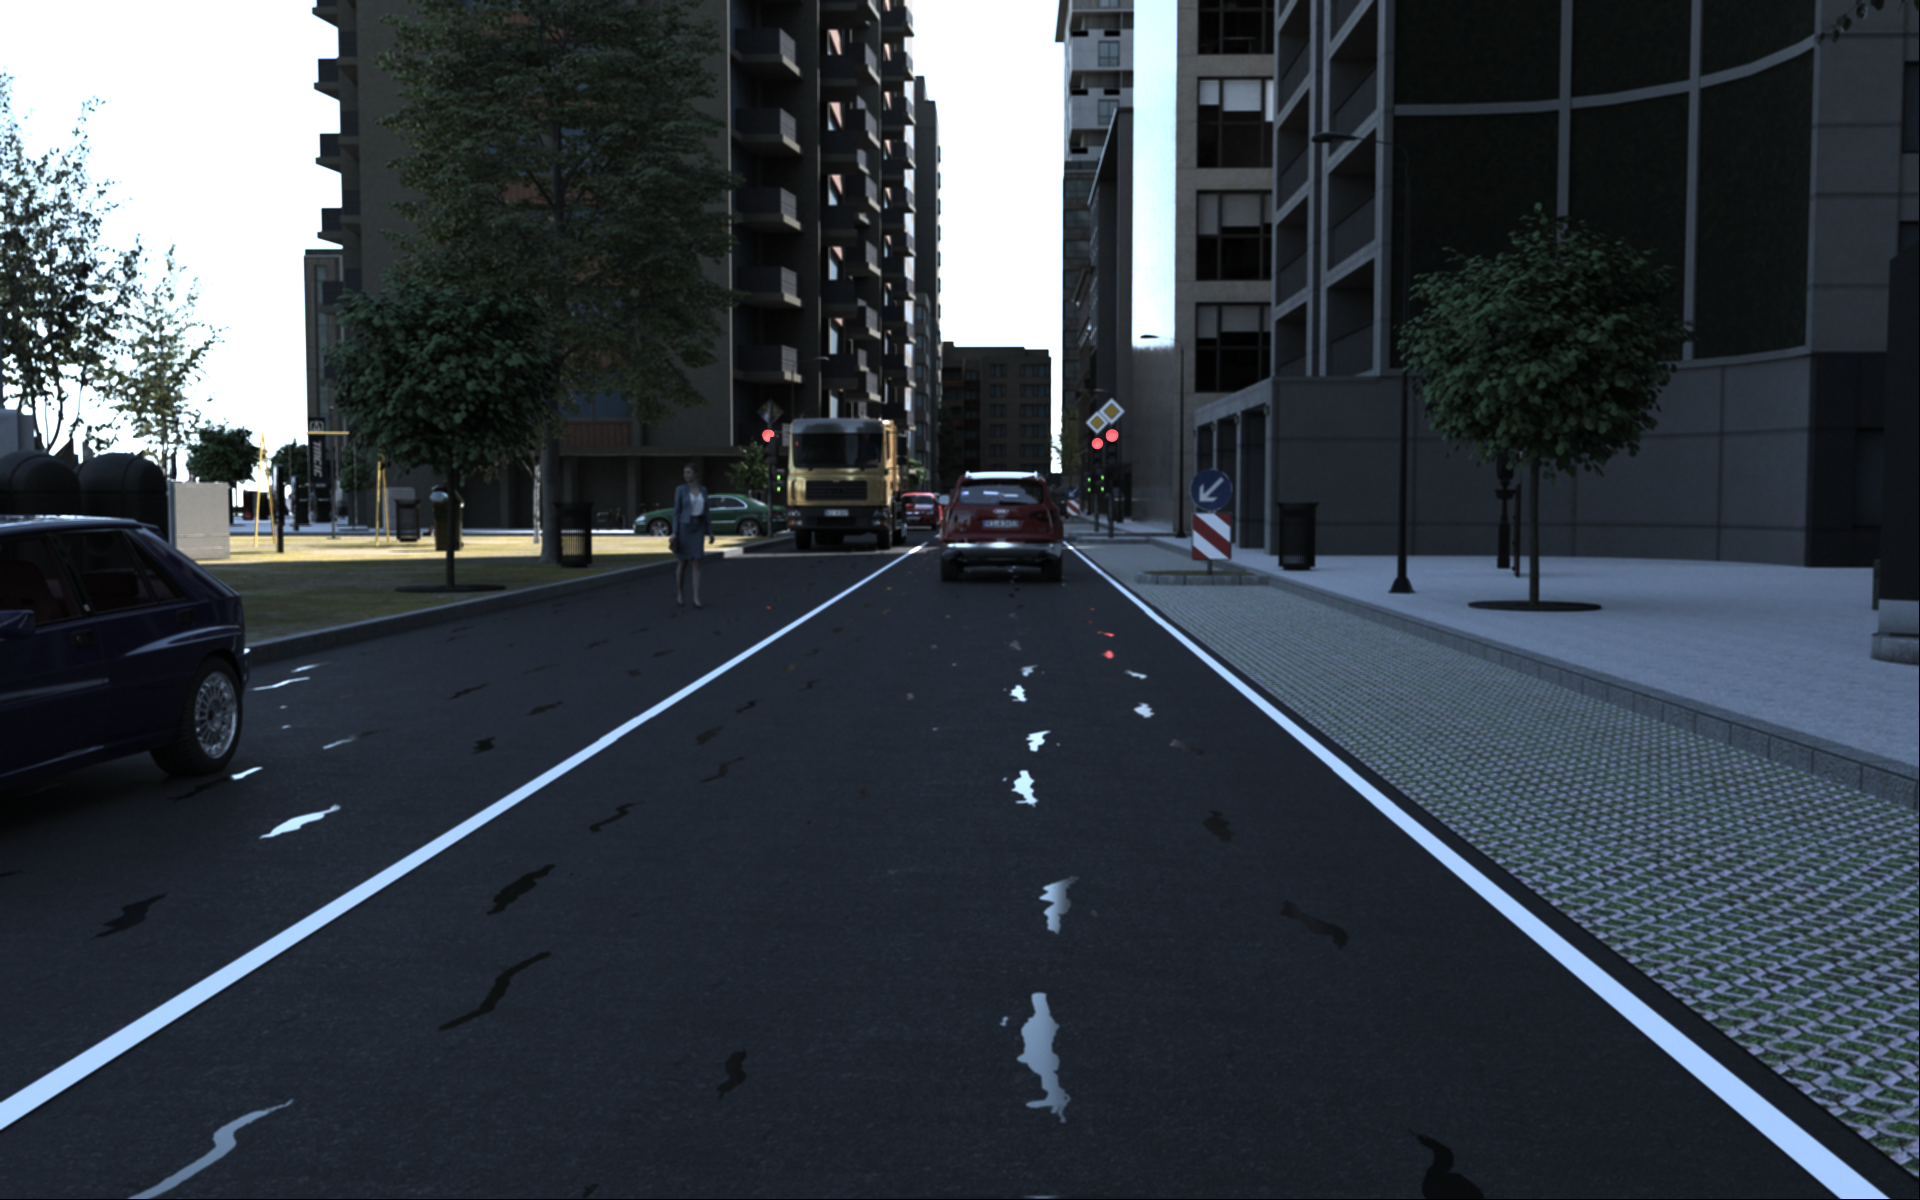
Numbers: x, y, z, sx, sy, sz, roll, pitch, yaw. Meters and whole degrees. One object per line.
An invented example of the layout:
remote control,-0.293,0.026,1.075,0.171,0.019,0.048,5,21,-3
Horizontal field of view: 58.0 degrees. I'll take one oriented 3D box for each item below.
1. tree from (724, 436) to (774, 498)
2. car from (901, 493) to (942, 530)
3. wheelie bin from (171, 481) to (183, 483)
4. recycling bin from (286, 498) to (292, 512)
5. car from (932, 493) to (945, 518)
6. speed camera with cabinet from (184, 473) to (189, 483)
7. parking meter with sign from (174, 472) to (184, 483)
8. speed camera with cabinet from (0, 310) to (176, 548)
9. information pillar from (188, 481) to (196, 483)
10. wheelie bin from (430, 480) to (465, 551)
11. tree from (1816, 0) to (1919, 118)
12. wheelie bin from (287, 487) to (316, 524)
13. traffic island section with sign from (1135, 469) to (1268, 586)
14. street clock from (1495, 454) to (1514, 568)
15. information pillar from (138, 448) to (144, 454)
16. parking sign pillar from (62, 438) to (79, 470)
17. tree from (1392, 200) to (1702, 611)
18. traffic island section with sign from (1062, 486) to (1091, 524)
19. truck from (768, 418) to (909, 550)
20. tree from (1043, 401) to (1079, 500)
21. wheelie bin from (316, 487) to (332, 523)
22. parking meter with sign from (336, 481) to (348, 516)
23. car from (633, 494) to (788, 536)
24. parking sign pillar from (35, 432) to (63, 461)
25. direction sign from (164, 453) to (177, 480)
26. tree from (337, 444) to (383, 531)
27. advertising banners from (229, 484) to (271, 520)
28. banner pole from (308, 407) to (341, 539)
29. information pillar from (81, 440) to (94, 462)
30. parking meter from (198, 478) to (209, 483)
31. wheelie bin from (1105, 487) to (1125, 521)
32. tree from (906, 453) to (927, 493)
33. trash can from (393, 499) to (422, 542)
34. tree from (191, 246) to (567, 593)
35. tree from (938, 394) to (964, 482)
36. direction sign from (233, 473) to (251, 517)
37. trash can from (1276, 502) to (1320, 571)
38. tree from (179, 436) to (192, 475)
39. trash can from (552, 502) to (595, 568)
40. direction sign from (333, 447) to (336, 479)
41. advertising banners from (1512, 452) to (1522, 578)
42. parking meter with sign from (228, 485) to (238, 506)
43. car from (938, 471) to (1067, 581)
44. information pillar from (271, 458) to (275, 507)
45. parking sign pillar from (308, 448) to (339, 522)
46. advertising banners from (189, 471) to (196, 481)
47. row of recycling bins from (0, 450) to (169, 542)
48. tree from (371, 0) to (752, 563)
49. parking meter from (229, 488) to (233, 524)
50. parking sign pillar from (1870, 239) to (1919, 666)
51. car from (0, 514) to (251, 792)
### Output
tree,-6.887,-3.865,57.802,1.663,3.219,1.824,0,3,0
car,-1.713,-3.754,70.423,2.155,1.783,4.494,0,4,3
wheelie bin,-18.511,-1.992,40.477,0.980,1.594,0.693,-1,4,-13
recycling bin,-46.815,-6.629,120.943,0.722,1.027,0.722,-3,5,-41
car,-1.815,-5.806,103.965,2.155,1.783,4.494,0,4,1
speed camera with cabinet,-50.264,-7.154,111.308,2.038,3.252,0.660,-2,4,-26
parking meter with sign,-50.500,-7.140,112.998,1.738,3.016,0.543,1,4,12
speed camera with cabinet,-9.849,-1.520,19.193,2.038,3.252,0.660,-2,4,-30
information pillar,-44.568,-5.878,100.594,0.304,2.012,0.304,1,4,20
wheelie bin,-11.634,-1.920,39.304,0.693,1.594,0.980,-1,4,-9
tree,6.130,-3.533,8.133,4.360,8.622,3.978,0,3,0
wheelie bin,-28.213,-4.042,73.993,0.980,1.594,0.693,-2,4,-28
traffic island section with sign,3.847,-1.179,27.911,1.989,1.847,2.006,0,4,1
street clock,9.400,-1.549,29.896,0.358,2.002,0.471,1,4,10
information pillar,-41.841,-5.938,88.448,0.183,3.616,0.504,2,4,32
parking sign pillar,-42.843,-5.785,83.053,1.447,3.967,1.447,1,4,22
tree,6.587,-2.189,19.509,4.285,4.588,4.351,0,3,0
traffic island section with sign,5.310,-4.584,83.574,1.989,1.847,2.006,0,4,1
truck,-2.943,-3.119,46.913,3.469,3.379,9.791,0,4,2
tree,9.811,-11.710,141.823,4.737,8.622,4.395,0,3,0
wheelie bin,-28.731,-4.275,77.804,0.980,1.594,0.693,-3,5,-40
parking meter with sign,-36.039,-6.424,101.286,0.543,3.016,1.738,-3,5,-42
car,-7.822,-2.608,54.434,4.920,1.459,2.131,0,4,3
parking sign pillar,-40.695,-5.356,76.040,1.447,3.967,1.447,1,4,16
direction sign,-43.518,-6.321,95.352,0.379,3.537,0.876,3,4,36
tree,-21.172,-4.015,60.239,1.663,3.219,1.824,0,3,0
advertising banners,-35.146,-5.462,85.499,2.074,3.025,0.090,0,4,-3
banner pole,-18.214,-3.643,49.578,0.863,3.779,0.401,-1,4,-20
information pillar,-37.780,-5.120,75.066,0.504,3.616,0.183,0,4,-6
parking meter,-28.118,-3.595,64.494,0.399,1.863,0.255,-1,4,-15
wheelie bin,7.273,-4.514,81.714,0.980,1.594,0.693,-2,4,-28
tree,-4.182,-9.115,132.742,4.285,4.588,4.351,0,3,0
trash can,-14.825,-2.133,46.525,0.748,1.137,0.748,0,3,0
tree,-6.868,-2.406,23.050,4.285,4.588,4.351,0,3,0
tree,-3.273,-16.238,183.618,7.486,12.596,7.792,0,3,0
direction sign,-39.365,-6.306,95.102,0.876,3.537,0.379,-3,5,-42
trash can,5.688,-1.074,29.220,0.748,1.137,0.748,0,3,0
tree,-29.638,-5.271,69.900,4.285,4.588,4.351,0,3,0
trash can,-6.751,-1.140,30.287,0.748,1.137,0.748,0,3,0
direction sign,-29.994,-5.565,82.980,0.379,3.537,0.876,0,4,-7
advertising banners,8.678,-1.877,26.880,0.090,3.025,2.074,1,4,16
parking meter with sign,-50.239,-7.456,118.170,1.738,3.016,0.543,-1,4,-18
car,0.726,-1.308,30.062,2.281,1.827,5.304,0,4,2
information pillar,-38.019,-6.416,96.261,0.504,3.616,0.183,1,4,12
parking sign pillar,-30.028,-5.688,81.467,1.447,3.967,1.447,2,4,30
advertising banners,-47.846,-6.947,109.778,2.074,3.025,0.090,-1,4,-10
row of recycling bins,-8.988,-0.540,15.943,1.069,1.692,3.534,2,4,34
tree,-7.391,-6.986,32.353,7.486,12.596,7.792,0,3,0
parking meter,-31.529,-4.050,74.626,0.372,1.533,0.369,0,3,0
parking sign pillar,7.800,-1.511,13.171,1.447,3.967,1.447,-3,5,-42
car,-4.729,0.303,7.632,1.945,1.354,3.894,0,4,3
